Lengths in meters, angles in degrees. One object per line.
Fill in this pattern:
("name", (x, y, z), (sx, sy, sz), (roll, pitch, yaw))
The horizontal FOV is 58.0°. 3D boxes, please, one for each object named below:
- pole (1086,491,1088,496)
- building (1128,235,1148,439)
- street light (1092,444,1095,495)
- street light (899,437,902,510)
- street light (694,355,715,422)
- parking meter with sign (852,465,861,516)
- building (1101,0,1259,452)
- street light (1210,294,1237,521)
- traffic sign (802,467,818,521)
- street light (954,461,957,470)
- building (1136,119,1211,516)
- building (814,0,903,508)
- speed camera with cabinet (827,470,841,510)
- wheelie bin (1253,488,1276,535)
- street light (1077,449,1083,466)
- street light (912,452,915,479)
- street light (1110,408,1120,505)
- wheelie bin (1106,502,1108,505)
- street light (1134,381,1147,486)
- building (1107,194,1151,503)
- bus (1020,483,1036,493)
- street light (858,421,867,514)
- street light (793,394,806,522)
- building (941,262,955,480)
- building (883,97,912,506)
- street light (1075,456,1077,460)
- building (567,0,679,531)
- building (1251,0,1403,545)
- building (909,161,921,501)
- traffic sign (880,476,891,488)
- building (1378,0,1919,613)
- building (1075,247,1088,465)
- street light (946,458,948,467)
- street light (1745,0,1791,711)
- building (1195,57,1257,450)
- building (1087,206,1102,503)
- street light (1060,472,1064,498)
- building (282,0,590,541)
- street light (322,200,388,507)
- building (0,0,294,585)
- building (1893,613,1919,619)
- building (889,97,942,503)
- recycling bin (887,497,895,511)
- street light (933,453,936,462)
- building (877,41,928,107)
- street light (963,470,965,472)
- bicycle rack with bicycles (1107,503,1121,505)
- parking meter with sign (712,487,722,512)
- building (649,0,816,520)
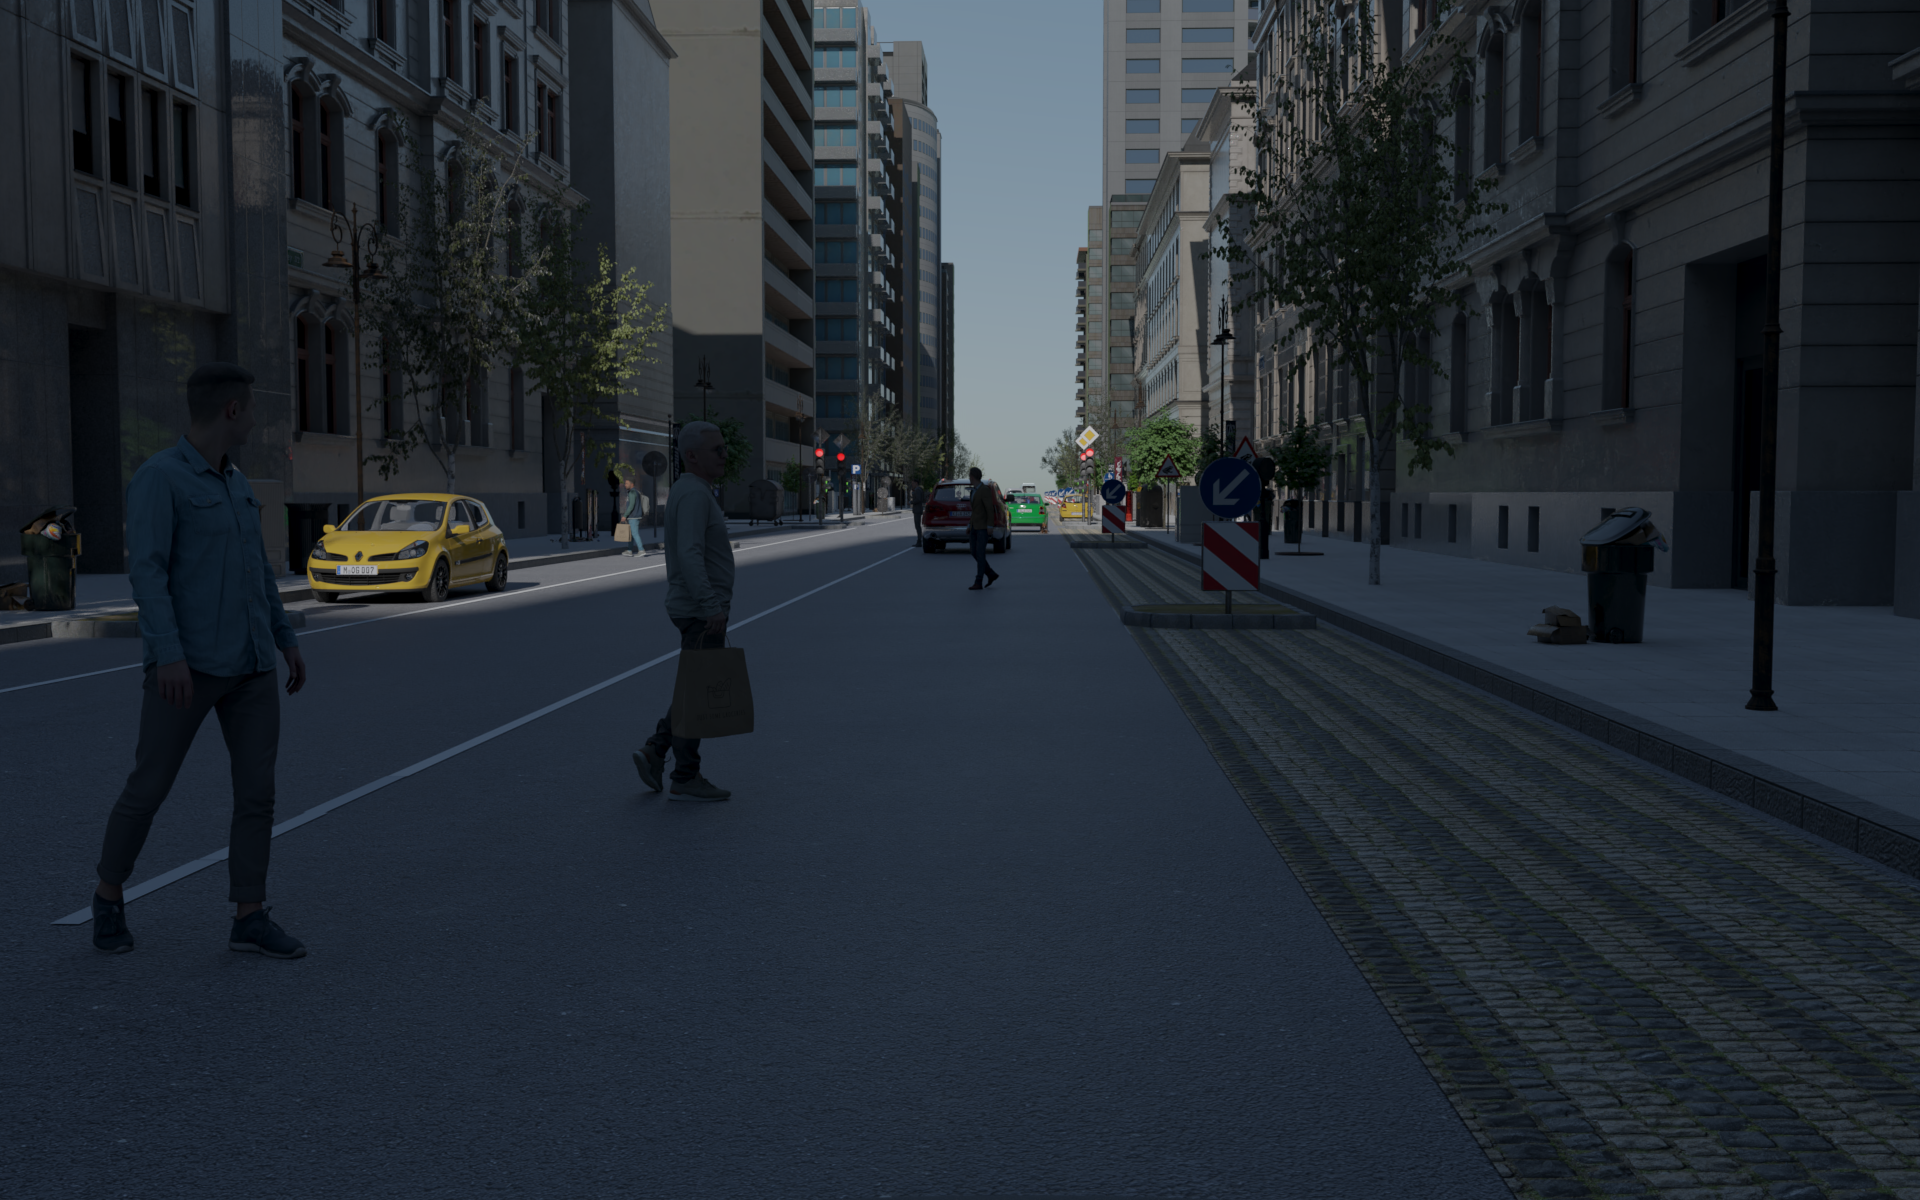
("pole", (10.311, -8.976, 140.605), (0.158, 3.312, 0.155), (0, 3, 0))
("building", (20.595, -21.033, 141.154), (12.463, 27.353, 25.104), (0, 4, 2))
("street light", (9.625, -9.231, 123.716), (0.468, 5.910, 1.993), (0, 4, 2))
("street light", (-4.771, -10.282, 140.890), (0.468, 5.910, 1.993), (0, 4, 2))
("street light", (-8.470, -5.184, 57.553), (0.468, 5.910, 1.993), (0, 4, 2))
("parking meter with sign", (-6.182, -6.592, 104.047), (0.543, 3.016, 1.738), (0, 3, 0))
("building", (26.099, -39.618, 189.746), (21.231, 58.520, 28.212), (0, 4, 2))
("street light", (6.084, -4.123, 40.198), (0.468, 5.910, 1.993), (0, 4, 2))
("traffic sign", (-7.080, -4.987, 81.643), (0.768, 2.556, 0.104), (1, 4, 10))
("street light", (-0.711, -16.311, 239.466), (0.468, 5.910, 1.993), (0, 4, 2))
("building", (20.465, -17.143, 113.571), (16.112, 22.955, 30.059), (0, 4, 2))
("building", (-18.193, -33.692, 170.468), (23.786, 49.044, 30.456), (0, 4, 2))
("speed camera with cabinet", (-10.487, -9.118, 143.412), (0.660, 3.252, 2.038), (2, 4, 32))
("wheelie bin", (9.510, -2.835, 54.268), (0.693, 1.594, 0.980), (1, 4, 17))
("street light", (10.850, -11.069, 153.765), (0.468, 5.910, 1.993), (0, 4, 2))
("street light", (-4.194, -11.230, 156.394), (0.468, 5.910, 1.993), (0, 4, 2))
("street light", (8.331, -7.358, 93.086), (0.468, 5.910, 1.993), (0, 4, 2))
("wheelie bin", (11.395, -7.771, 134.972), (0.693, 1.594, 0.980), (3, 5, 43))
("street light", (7.340, -5.988, 70.695), (0.468, 5.910, 1.993), (0, 4, 2))
("building", (21.381, -24.293, 168.893), (14.160, 30.474, 14.107), (0, 4, 2))
("bus", (11.848, -18.885, 303.621), (2.948, 3.499, 13.247), (0, 4, 0))
("street light", (-6.182, -8.388, 109.929), (0.468, 5.910, 1.993), (0, 4, 2))
("street light", (-7.370, -6.556, 79.977), (0.468, 5.910, 1.993), (0, 4, 2))
("building", (-8.266, -37.557, 297.643), (14.154, 41.232, 14.086), (0, 4, 2))
("building", (-12.709, -33.183, 192.656), (14.600, 45.320, 14.200), (0, 4, 2))
("street light", (11.456, -12.035, 169.558), (0.468, 5.910, 1.993), (0, 4, 2))
("building", (-20.413, -13.153, 64.204), (18.267, 20.994, 9.793), (0, 4, 2))
("building", (16.543, -15.746, 54.709), (12.463, 27.353, 25.104), (0, 4, 2))
("building", (-12.182, -32.012, 206.983), (14.154, 41.232, 14.086), (0, 4, 2))
("traffic sign", (-5.282, -7.514, 122.953), (0.768, 2.556, 0.104), (0, 4, 7))
("building", (16.158, -14.826, 29.791), (14.401, 28.519, 23.554), (0, 4, 2))
("building", (31.017, -39.359, 298.147), (22.147, 44.769, 28.867), (0, 4, 2))
("street light", (-1.641, -14.990, 217.868), (0.468, 5.910, 1.993), (0, 4, 2))
("street light", (4.775, -2.285, 10.141), (0.468, 5.910, 1.993), (0, 4, 2))
("building", (22.098, -15.706, 85.675), (19.941, 23.489, 11.050), (0, 4, 2))
("building", (25.106, -34.460, 247.011), (14.154, 41.232, 14.086), (0, 4, 2))
("street light", (16.359, -18.945, 282.537), (0.468, 5.910, 1.993), (0, 4, 2))
("building", (-19.065, -15.729, 44.561), (14.401, 28.519, 23.554), (0, 4, 2))
("street light", (-9.587, -3.352, 27.598), (0.468, 5.910, 1.993), (0, 4, 2))
("building", (-19.196, -12.528, 22.858), (12.078, 24.808, 19.932), (0, 4, 2))
("building", (15.576, -13.372, 6.030), (14.401, 28.519, 23.554), (0, 4, 2))
("building", (-13.964, -43.626, 255.279), (21.231, 58.520, 28.212), (0, 4, 2))
("recycling bin", (-5.350, -7.267, 131.364), (0.722, 1.027, 0.722), (1, 4, 9))
("street light", (-2.824, -13.139, 187.617), (0.468, 5.910, 1.993), (0, 4, 2))
("building", (-13.462, -51.438, 279.258), (20.563, 71.187, 20.611), (0, 4, 2))
("street light", (0.651, -18.142, 269.409), (0.468, 5.910, 1.993), (0, 4, 2))
("bicycle rack with bicycles", (10.807, -6.176, 114.360), (2.852, 0.926, 2.925), (0, 4, -5))
("parking meter with sign", (-10.235, -4.466, 69.281), (0.543, 3.016, 1.738), (3, 5, 44))
("building", (-20.025, -28.895, 96.134), (21.300, 48.544, 21.600), (0, 4, 2))
